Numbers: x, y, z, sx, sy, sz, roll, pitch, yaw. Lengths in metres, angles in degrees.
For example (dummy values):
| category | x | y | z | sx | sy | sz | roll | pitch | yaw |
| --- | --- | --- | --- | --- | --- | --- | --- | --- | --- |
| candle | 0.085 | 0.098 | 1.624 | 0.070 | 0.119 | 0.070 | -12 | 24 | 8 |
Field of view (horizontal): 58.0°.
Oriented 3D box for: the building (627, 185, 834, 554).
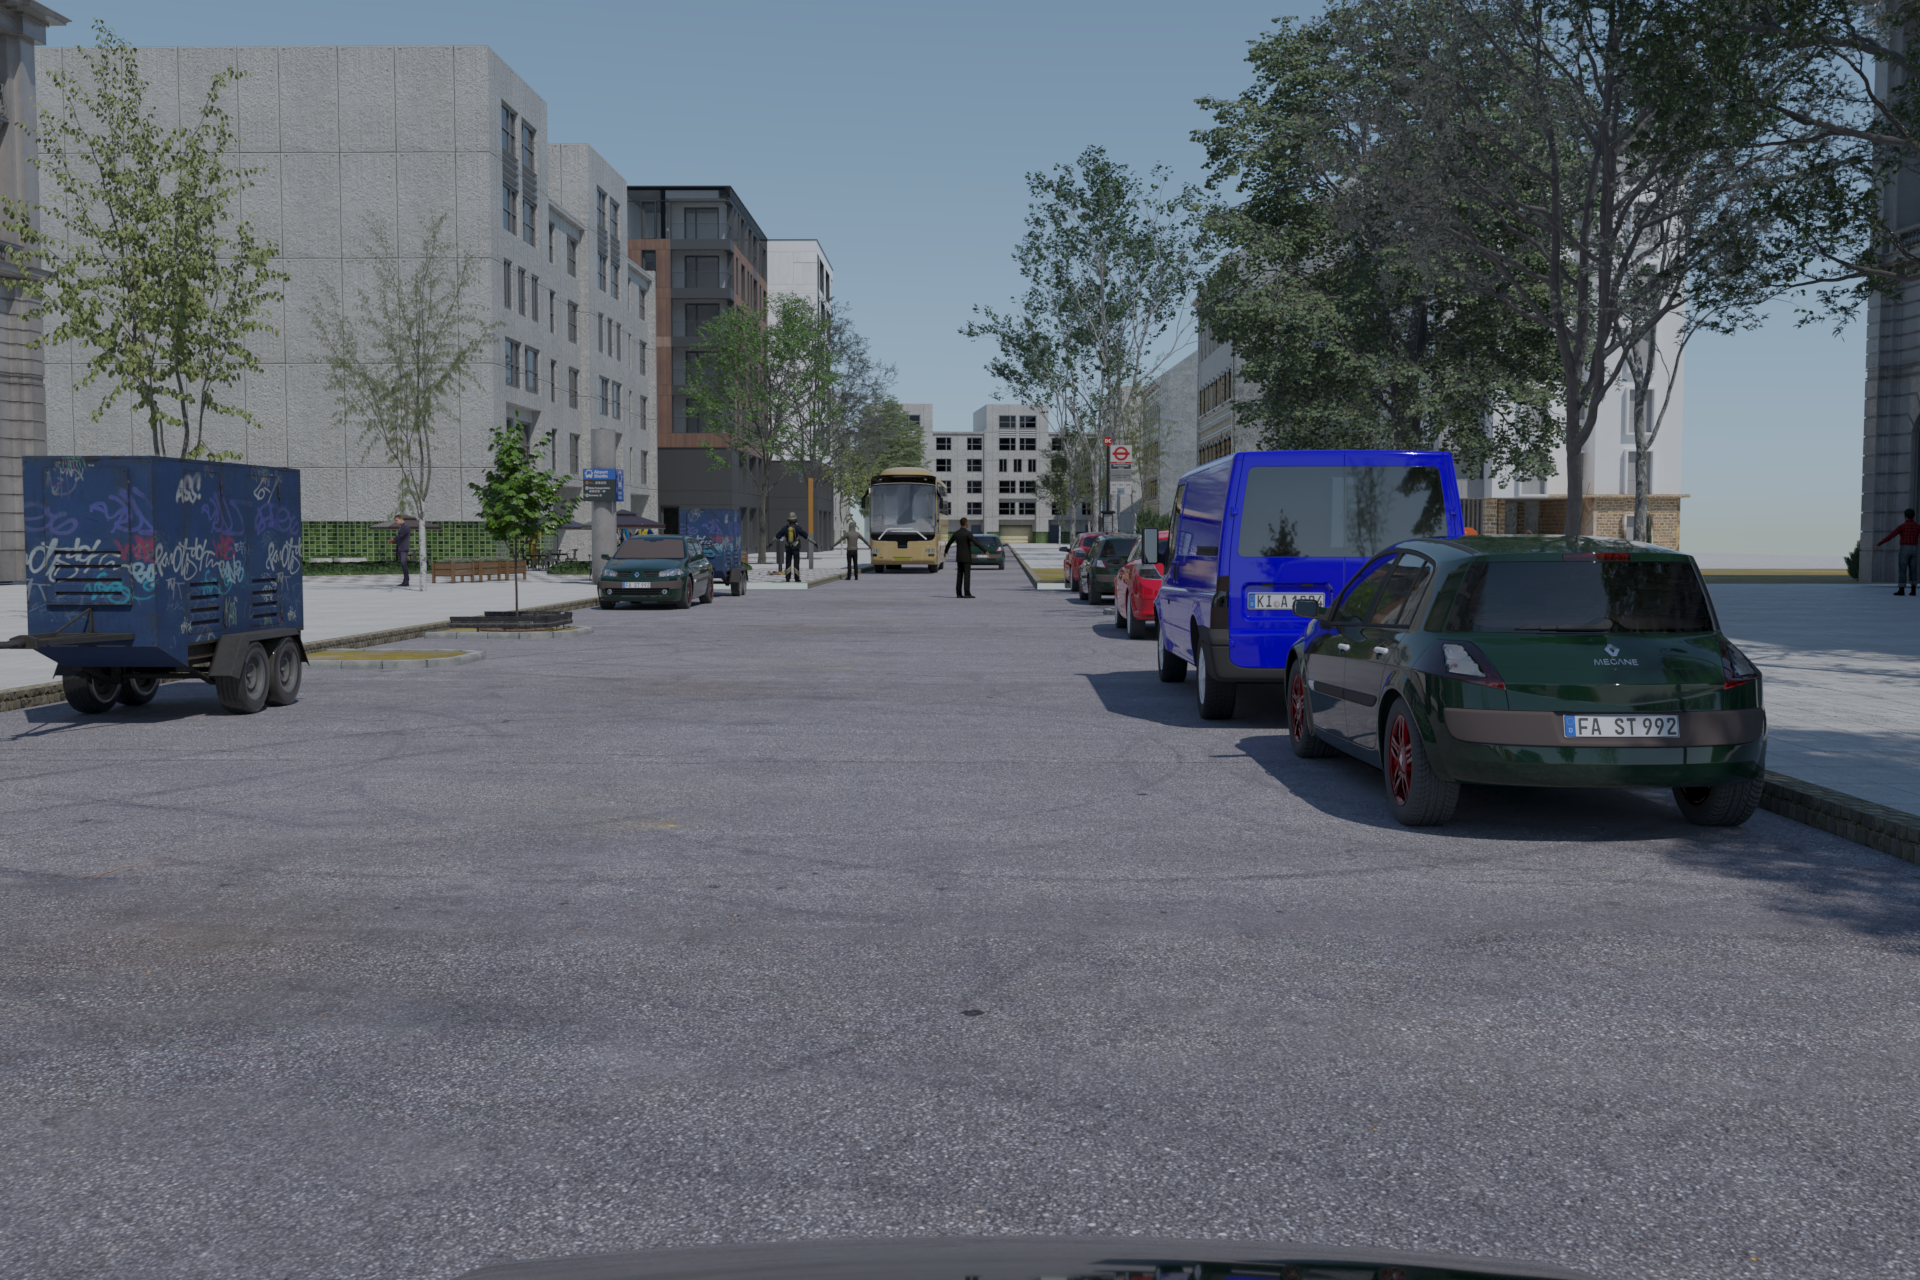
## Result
| category | x | y | z | sx | sy | sz | roll | pitch | yaw |
| --- | --- | --- | --- | --- | --- | --- | --- | --- | --- |
| building | -23.845 | -16.772 | 118.190 | 27.936 | 21.610 | 32.646 | 0 | 4 | 0 |

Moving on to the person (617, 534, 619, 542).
| category | x | y | z | sx | sy | sz | roll | pitch | yaw |
| --- | --- | --- | --- | --- | --- | --- | --- | --- | --- |
| person | -15.638 | -4.360 | 77.466 | 1.347 | 1.806 | 0.705 | 3 | 5 | 40 |

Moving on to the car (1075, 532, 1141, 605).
| category | x | y | z | sx | sy | sz | roll | pitch | yaw |
| --- | --- | --- | --- | --- | --- | --- | --- | --- | --- |
| car | 3.450 | -1.625 | 36.361 | 2.009 | 1.686 | 4.222 | 0 | 4 | 0 |

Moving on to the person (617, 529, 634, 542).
| category | x | y | z | sx | sy | sz | roll | pitch | yaw |
| --- | --- | --- | --- | --- | --- | --- | --- | --- | --- |
| person | -15.177 | -4.449 | 79.016 | 1.348 | 1.796 | 0.705 | 3 | 5 | 44 |

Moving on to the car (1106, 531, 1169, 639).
| category | x | y | z | sx | sy | sz | roll | pitch | yaw |
| --- | --- | --- | --- | --- | --- | --- | --- | --- | --- |
| car | 3.225 | -0.984 | 25.123 | 2.155 | 1.783 | 4.494 | 0 | 4 | 2 |

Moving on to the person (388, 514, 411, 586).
| category | x | y | z | sx | sy | sz | roll | pitch | yaw |
| --- | --- | --- | --- | --- | --- | --- | --- | --- | --- |
| person | -13.761 | -2.203 | 42.505 | 0.568 | 1.767 | 0.683 | -3 | 4 | -38 |

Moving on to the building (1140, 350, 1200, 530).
| category | x | y | z | sx | sy | sz | roll | pitch | yaw |
| --- | --- | --- | --- | --- | --- | --- | --- | --- | --- |
| building | 28.959 | -21.283 | 178.907 | 19.493 | 23.208 | 18.063 | 0 | 4 | 1 |

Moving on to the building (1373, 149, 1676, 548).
| category | x | y | z | sx | sy | sz | roll | pitch | yaw |
| --- | --- | --- | --- | --- | --- | --- | --- | --- | --- |
| building | 27.293 | -14.394 | 91.764 | 16.016 | 20.090 | 11.380 | 0 | 4 | 1 |

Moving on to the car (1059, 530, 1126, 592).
| category | x | y | z | sx | sy | sz | roll | pitch | yaw |
| --- | --- | --- | --- | --- | --- | --- | --- | --- | --- |
| car | 3.648 | -2.172 | 44.557 | 2.155 | 1.783 | 4.494 | 0 | 3 | 0 |

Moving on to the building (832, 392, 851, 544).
| category | x | y | z | sx | sy | sz | roll | pitch | yaw |
| --- | --- | --- | --- | --- | --- | --- | --- | --- | --- |
| building | -23.351 | -21.398 | 216.317 | 16.747 | 18.905 | 31.486 | 0 | 4 | 1 |

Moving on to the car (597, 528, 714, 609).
| category | x | y | z | sx | sy | sz | roll | pitch | yaw |
| --- | --- | --- | --- | --- | --- | --- | --- | --- | --- |
| car | -5.996 | -1.502 | 34.347 | 2.009 | 1.686 | 4.222 | 0 | 4 | 1 |

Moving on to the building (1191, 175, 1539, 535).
| category | x | y | z | sx | sy | sz | roll | pitch | yaw |
| --- | --- | --- | --- | --- | --- | --- | --- | --- | --- |
| building | 24.600 | -16.718 | 104.273 | 19.493 | 23.208 | 18.063 | 0 | 4 | 2 |

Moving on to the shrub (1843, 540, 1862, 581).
| category | x | y | z | sx | sy | sz | roll | pitch | yaw |
| --- | --- | --- | --- | --- | --- | --- | --- | --- | --- |
| shrub | 24.773 | -2.223 | 47.459 | 1.383 | 1.207 | 1.383 | 0 | 3 | 0 |

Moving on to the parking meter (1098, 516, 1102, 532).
| category | x | y | z | sx | sy | sz | roll | pitch | yaw |
| --- | --- | --- | --- | --- | --- | --- | --- | --- | --- |
| parking meter | 4.790 | -3.168 | 57.507 | 0.399 | 1.863 | 0.255 | 0 | 4 | -1 |

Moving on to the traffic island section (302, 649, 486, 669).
| category | x | y | z | sx | sy | sz | roll | pitch | yaw |
| --- | --- | --- | --- | --- | --- | --- | --- | --- | --- |
| traffic island section | -6.428 | 0.216 | 19.342 | 1.991 | 0.108 | 1.994 | 0 | 4 | 1 |

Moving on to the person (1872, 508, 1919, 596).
| category | x | y | z | sx | sy | sz | roll | pitch | yaw |
| --- | --- | --- | --- | --- | --- | --- | --- | --- | --- |
| person | 19.708 | -1.830 | 36.030 | 1.345 | 1.816 | 0.704 | 0 | 4 | 2 |

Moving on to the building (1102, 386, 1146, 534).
| category | x | y | z | sx | sy | sz | roll | pitch | yaw |
| --- | --- | --- | --- | --- | --- | --- | --- | --- | --- |
| building | 27.063 | -21.317 | 214.985 | 16.747 | 18.905 | 31.486 | 0 | 4 | 1 |

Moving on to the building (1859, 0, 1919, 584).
| category | x | y | z | sx | sy | sz | roll | pitch | yaw |
| --- | --- | --- | --- | --- | --- | --- | --- | --- | --- |
| building | 27.709 | -11.604 | 30.377 | 13.314 | 22.015 | 24.055 | 0 | 4 | 2 |

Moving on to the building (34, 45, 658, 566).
| category | x | y | z | sx | sy | sz | roll | pitch | yaw |
| --- | --- | --- | --- | --- | --- | --- | --- | --- | --- |
| building | -25.168 | -12.994 | 78.910 | 16.747 | 18.905 | 31.486 | 0 | 4 | 1 |

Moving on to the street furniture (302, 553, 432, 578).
| category | x | y | z | sx | sy | sz | roll | pitch | yaw |
| --- | --- | --- | --- | --- | --- | --- | --- | --- | --- |
| street furniture | -20.948 | -2.244 | 52.322 | 5.734 | 0.657 | 10.072 | 3 | 5 | 42 |

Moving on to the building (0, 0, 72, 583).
| category | x | y | z | sx | sy | sz | roll | pitch | yaw |
| --- | --- | --- | --- | --- | --- | --- | --- | --- | --- |
| building | -29.638 | -11.738 | 32.570 | 13.314 | 22.015 | 24.055 | 0 | 4 | 2 |

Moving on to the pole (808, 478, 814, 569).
| category | x | y | z | sx | sy | sz | roll | pitch | yaw |
| --- | --- | --- | --- | --- | --- | --- | --- | --- | --- |
| pole | -5.442 | -4.244 | 63.230 | 0.158 | 3.312 | 0.155 | 0 | 3 | 0 |

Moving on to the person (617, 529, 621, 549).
| category | x | y | z | sx | sy | sz | roll | pitch | yaw |
| --- | --- | --- | --- | --- | --- | --- | --- | --- | --- |
| person | -16.033 | -4.614 | 81.582 | 0.704 | 1.843 | 1.345 | 2 | 4 | 25 |

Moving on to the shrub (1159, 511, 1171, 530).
| category | x | y | z | sx | sy | sz | roll | pitch | yaw |
| --- | --- | --- | --- | --- | --- | --- | --- | --- | --- |
| shrub | 6.999 | -3.355 | 58.903 | 1.661 | 2.075 | 1.752 | 0 | 3 | 0 |

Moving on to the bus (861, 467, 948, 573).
| category | x | y | z | sx | sy | sz | roll | pitch | yaw |
| --- | --- | --- | --- | --- | --- | --- | --- | --- | --- |
| bus | -1.908 | -4.640 | 67.406 | 2.896 | 3.916 | 12.252 | 0 | 4 | 1 |

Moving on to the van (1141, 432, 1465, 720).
| category | x | y | z | sx | sy | sz | roll | pitch | yaw |
| --- | --- | --- | --- | --- | --- | --- | --- | --- | --- |
| van | 2.824 | -0.649 | 14.995 | 2.240 | 2.365 | 5.245 | 0 | 4 | 1 |

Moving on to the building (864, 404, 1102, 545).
| category | x | y | z | sx | sy | sz | roll | pitch | yaw |
| --- | --- | --- | --- | --- | --- | --- | --- | --- | --- |
| building | 2.738 | -22.825 | 242.111 | 31.486 | 18.905 | 16.747 | 0 | 4 | -6 |

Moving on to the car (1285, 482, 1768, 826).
| category | x | y | z | sx | sy | sz | roll | pitch | yaw |
| --- | --- | --- | --- | --- | --- | --- | --- | --- | --- |
| car | 3.002 | -0.006 | 9.886 | 2.009 | 1.686 | 4.222 | 0 | 3 | 0 |

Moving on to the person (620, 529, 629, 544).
| category | x | y | z | sx | sy | sz | roll | pitch | yaw |
| --- | --- | --- | --- | --- | --- | --- | --- | --- | --- |
| person | -12.708 | -3.649 | 65.796 | 0.704 | 1.817 | 1.347 | -1 | 4 | -10 |

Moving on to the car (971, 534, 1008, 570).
| category | x | y | z | sx | sy | sz | roll | pitch | yaw |
| --- | --- | --- | --- | --- | --- | --- | --- | --- | --- |
| car | 0.965 | -3.711 | 70.457 | 2.009 | 1.686 | 4.222 | 0 | 4 | 2 |

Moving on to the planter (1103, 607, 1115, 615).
| category | x | y | z | sx | sy | sz | roll | pitch | yaw |
| --- | --- | --- | --- | --- | --- | --- | --- | --- | --- |
| planter | 3.588 | -0.612 | 31.151 | 1.991 | 0.319 | 1.994 | 0 | 4 | 2 |

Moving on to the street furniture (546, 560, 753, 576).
| category | x | y | z | sx | sy | sz | roll | pitch | yaw |
| --- | --- | --- | --- | --- | --- | --- | --- | --- | --- |
| street furniture | -9.833 | -2.470 | 56.013 | 5.734 | 0.657 | 10.072 | 0 | 4 | 6 |

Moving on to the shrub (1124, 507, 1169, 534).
| category | x | y | z | sx | sy | sz | roll | pitch | yaw |
| --- | --- | --- | --- | --- | --- | --- | --- | --- | --- |
| shrub | 5.343 | -2.760 | 49.168 | 1.661 | 2.075 | 1.752 | 0 | 3 | 0 |
